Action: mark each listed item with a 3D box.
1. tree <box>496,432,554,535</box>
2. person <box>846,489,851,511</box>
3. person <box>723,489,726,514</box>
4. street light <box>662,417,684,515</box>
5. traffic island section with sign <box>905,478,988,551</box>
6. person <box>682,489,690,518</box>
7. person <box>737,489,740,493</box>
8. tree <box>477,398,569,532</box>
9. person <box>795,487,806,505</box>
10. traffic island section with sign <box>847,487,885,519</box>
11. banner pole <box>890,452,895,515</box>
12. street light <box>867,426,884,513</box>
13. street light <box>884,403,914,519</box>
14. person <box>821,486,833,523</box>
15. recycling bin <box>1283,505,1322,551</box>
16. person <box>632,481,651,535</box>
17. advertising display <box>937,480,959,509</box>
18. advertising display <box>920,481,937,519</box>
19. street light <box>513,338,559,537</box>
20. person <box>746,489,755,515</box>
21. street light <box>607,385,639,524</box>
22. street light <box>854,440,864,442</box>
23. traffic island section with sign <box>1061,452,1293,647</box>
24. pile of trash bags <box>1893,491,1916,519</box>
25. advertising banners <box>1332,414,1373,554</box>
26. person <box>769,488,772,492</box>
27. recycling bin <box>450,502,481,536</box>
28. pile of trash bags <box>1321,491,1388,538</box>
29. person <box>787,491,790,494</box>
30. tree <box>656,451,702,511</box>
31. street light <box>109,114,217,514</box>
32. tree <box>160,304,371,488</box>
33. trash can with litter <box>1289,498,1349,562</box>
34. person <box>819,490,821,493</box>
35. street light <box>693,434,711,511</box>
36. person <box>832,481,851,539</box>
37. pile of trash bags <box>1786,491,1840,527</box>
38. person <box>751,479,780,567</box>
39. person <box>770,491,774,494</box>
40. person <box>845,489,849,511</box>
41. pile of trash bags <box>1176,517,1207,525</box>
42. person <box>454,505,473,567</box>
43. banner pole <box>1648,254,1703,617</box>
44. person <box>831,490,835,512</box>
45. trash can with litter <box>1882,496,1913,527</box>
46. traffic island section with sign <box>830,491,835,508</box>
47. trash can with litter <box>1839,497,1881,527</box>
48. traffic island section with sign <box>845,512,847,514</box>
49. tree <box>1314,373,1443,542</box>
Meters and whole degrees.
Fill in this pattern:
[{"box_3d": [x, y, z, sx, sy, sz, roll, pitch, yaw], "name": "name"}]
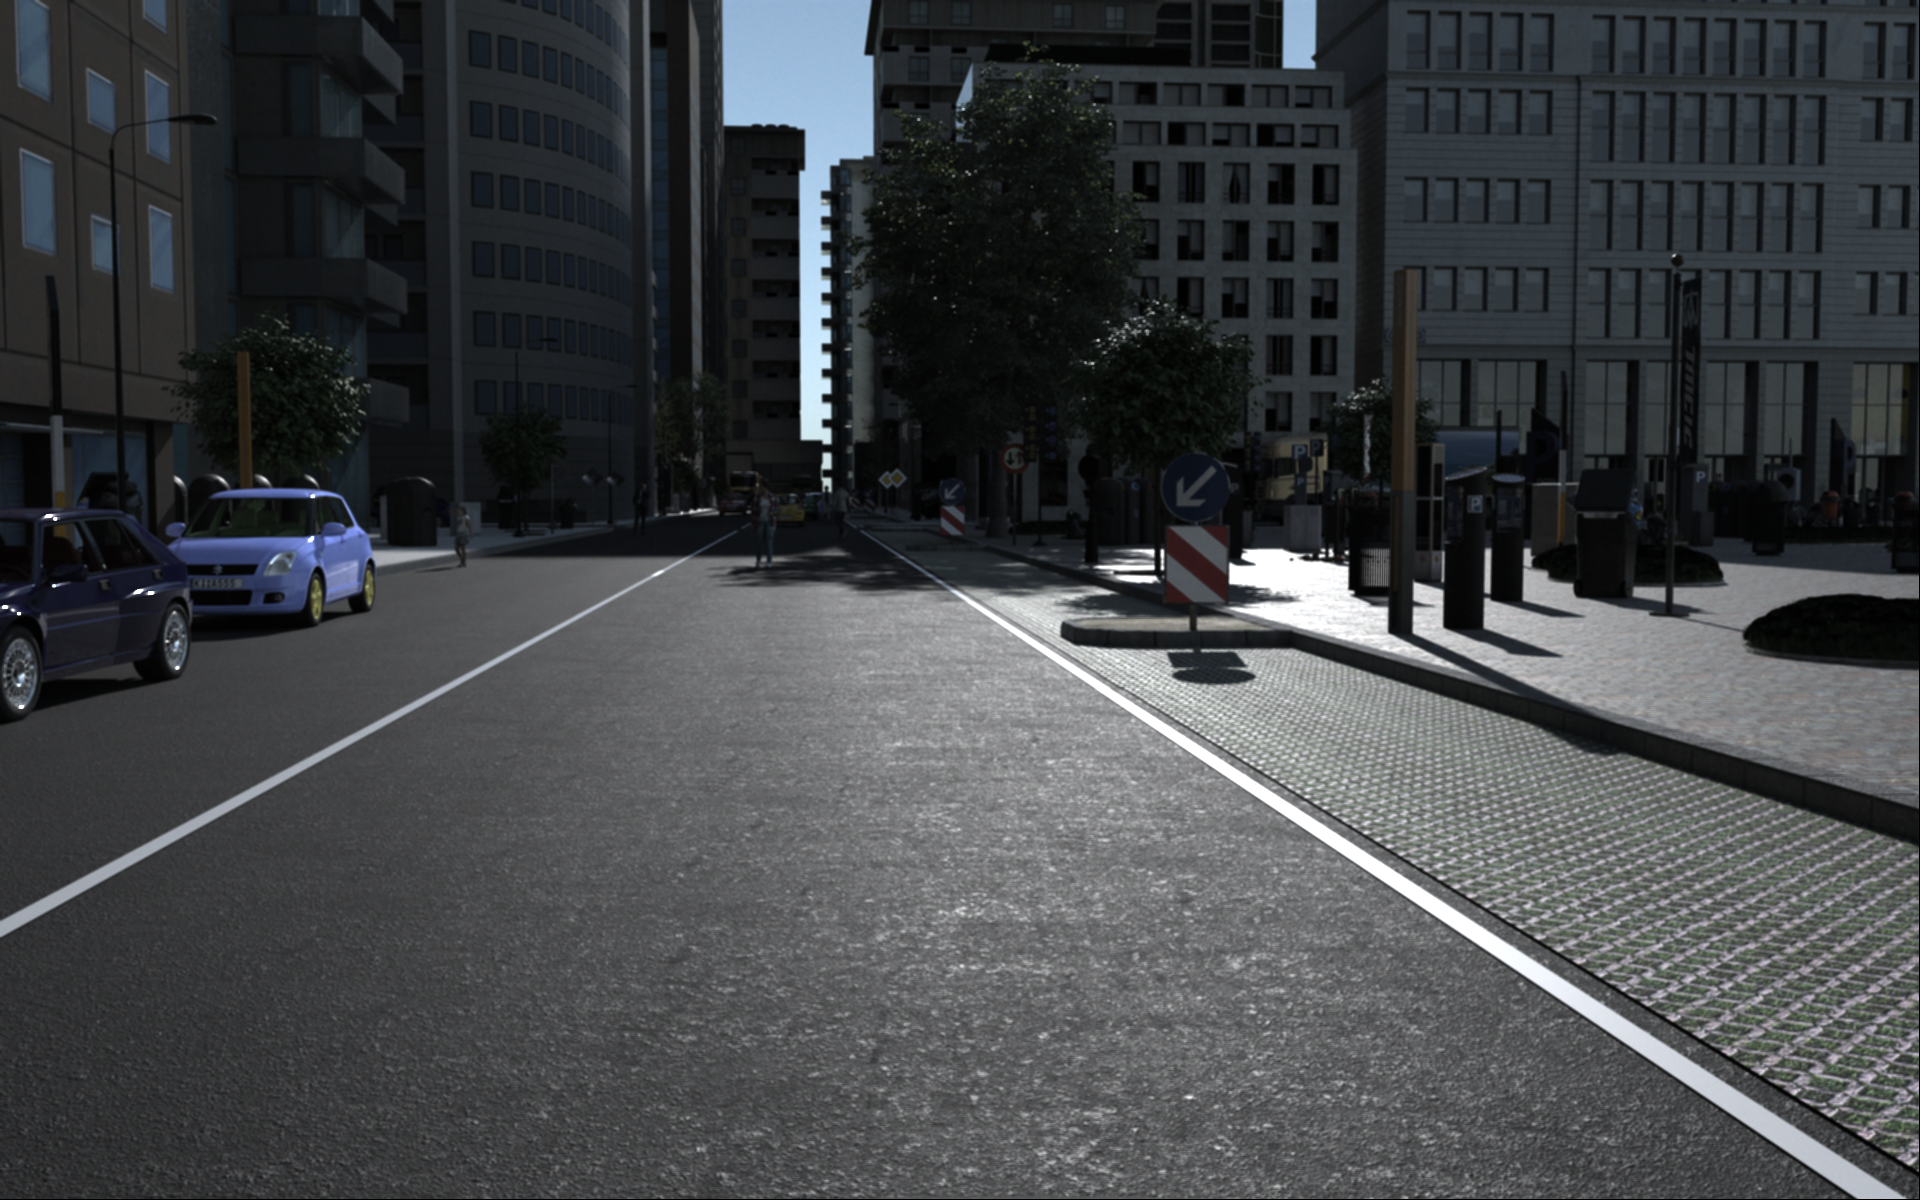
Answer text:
[{"box_3d": [-13.624, -3.634, 54.017, 1.663, 3.219, 1.824, 0, 3, 0], "name": "tree"}, {"box_3d": [-8.355, -7.327, 128.577, 0.850, 1.792, 0.678, -2, 4, -34], "name": "person"}, {"box_3d": [-16.684, -6.912, 122.081, 0.524, 1.755, 0.480, 0, 4, -2], "name": "person"}, {"box_3d": [-17.195, -8.025, 103.744, 1.470, 5.913, 1.316, 0, 4, -5], "name": "street light"}, {"box_3d": [-0.368, -2.156, 43.886, 1.989, 1.847, 2.006, 0, 4, -5], "name": "traffic island section with sign"}, {"box_3d": [-16.099, -5.677, 101.895, 0.480, 1.755, 0.524, -2, 4, -29], "name": "person"}, {"box_3d": [-17.332, -7.750, 135.308, 0.391, 1.810, 0.635, -1, 4, -19], "name": "person"}, {"box_3d": [-14.888, -4.623, 59.306, 4.285, 4.588, 4.351, 0, 3, 0], "name": "tree"}, {"box_3d": [-8.198, -4.898, 88.765, 0.592, 1.802, 0.473, 3, 4, 36], "name": "person"}, {"box_3d": [-5.365, -5.574, 99.757, 1.989, 1.847, 2.006, 0, 4, -5], "name": "traffic island section with sign"}, {"box_3d": [-4.041, -6.946, 103.580, 0.401, 3.779, 0.863, 1, 4, 15], "name": "banner pole"}, {"box_3d": [-5.648, -8.951, 118.895, 1.470, 5.913, 1.316, 0, 4, -5], "name": "street light"}, {"box_3d": [-2.966, -7.102, 88.655, 1.470, 5.913, 1.316, 0, 4, -5], "name": "street light"}, {"box_3d": [-6.597, -4.704, 85.297, 0.514, 1.842, 0.818, -2, 4, -31], "name": "person"}, {"box_3d": [7.753, -1.632, 39.236, 0.722, 1.027, 0.722, 0, 4, -1], "name": "recycling bin"}, {"box_3d": [-11.301, -3.281, 61.502, 0.648, 1.900, 0.474, -1, 4, -16], "name": "person"}, {"box_3d": [-0.486, -4.366, 76.597, 0.974, 1.923, 0.123, 2, 4, 35], "name": "advertising display"}, {"box_3d": [-1.594, -5.082, 88.308, 0.974, 1.923, 0.123, -1, 4, -11], "name": "advertising display"}, {"box_3d": [-12.598, -4.829, 51.496, 1.470, 5.913, 1.316, 0, 4, -5], "name": "street light"}, {"box_3d": [-14.448, -6.808, 120.158, 0.721, 1.781, 0.623, 0, 4, 7], "name": "person"}, {"box_3d": [-14.315, -6.176, 73.523, 1.470, 5.913, 1.316, 0, 4, -5], "name": "street light"}, {"box_3d": [-8.404, -10.800, 149.128, 1.470, 5.913, 1.316, 0, 4, -5], "name": "street light"}, {"box_3d": [2.040, -0.514, 17.038, 1.989, 1.847, 2.006, 0, 4, -5], "name": "traffic island section with sign"}, {"box_3d": [53.024, -5.419, 98.361, 1.912, 1.369, 3.447, 1, 4, 13], "name": "pile of trash bags"}, {"box_3d": [8.513, -2.521, 37.412, 0.090, 3.025, 2.074, 2, 4, 35], "name": "advertising banners"}, {"box_3d": [-12.082, -6.217, 110.023, 0.818, 1.842, 0.514, -1, 4, -18], "name": "person"}, {"box_3d": [-15.244, -2.497, 53.388, 0.722, 1.027, 0.722, -3, 5, -41], "name": "recycling bin"}, {"box_3d": [12.131, -2.616, 52.518, 1.912, 1.369, 3.447, 2, 4, 25], "name": "pile of trash bags"}, {"box_3d": [-17.800, -10.366, 178.509, 0.721, 1.766, 1.217, -2, 4, -27], "name": "person"}, {"box_3d": [-21.114, -8.955, 130.122, 4.285, 4.588, 4.351, 0, 3, 0], "name": "tree"}, {"box_3d": [-9.781, -2.980, 21.269, 1.470, 5.913, 1.316, 0, 4, -5], "name": "street light"}, {"box_3d": [-11.976, -2.834, 30.058, 4.285, 4.588, 4.351, 0, 3, 0], "name": "tree"}, {"box_3d": [7.153, -1.370, 33.451, 1.678, 1.210, 2.233, 0, 4, -6], "name": "trash can with litter"}, {"box_3d": [-15.710, -11.387, 194.545, 0.709, 1.838, 0.599, 1, 4, 10], "name": "person"}, {"box_3d": [-19.962, -9.874, 133.976, 1.470, 5.913, 1.316, 0, 4, -5], "name": "street light"}, {"box_3d": [-3.784, -2.893, 55.641, 0.661, 1.843, 0.795, -3, 5, -39], "name": "person"}, {"box_3d": [27.735, -2.872, 56.705, 1.912, 1.369, 3.447, 0, 4, -3], "name": "pile of trash bags"}, {"box_3d": [-3.810, -1.505, 33.948, 0.563, 1.720, 0.643, 0, 4, 0], "name": "person"}, {"box_3d": [-10.540, -5.326, 97.398, 0.330, 1.601, 0.589, 0, 4, 0], "name": "person"}, {"box_3d": [-9.089, -7.884, 137.505, 0.767, 1.812, 0.694, -1, 4, -10], "name": "person"}, {"box_3d": [5.962, -2.481, 50.309, 3.447, 1.369, 1.912, 0, 4, -3], "name": "pile of trash bags"}, {"box_3d": [-9.730, -1.259, 34.100, 0.505, 1.210, 0.382, 2, 4, 33], "name": "person"}, {"box_3d": [7.486, -1.709, 17.955, 0.401, 3.779, 0.863, 0, 4, 1], "name": "banner pole"}, {"box_3d": [-10.168, -7.948, 138.722, 0.678, 1.792, 0.850, -2, 4, -33], "name": "person"}, {"box_3d": [35.432, -3.317, 65.283, 2.233, 1.210, 1.678, -2, 4, -25], "name": "trash can with litter"}, {"box_3d": [-12.173, -10.222, 175.750, 1.989, 1.847, 2.006, 0, 4, -5], "name": "traffic island section with sign"}, {"box_3d": [29.575, -2.796, 57.098, 1.055, 1.170, 0.624, 0, 4, -5], "name": "trash can with litter"}, {"box_3d": [-7.787, -7.231, 126.856, 1.989, 1.847, 2.006, 0, 4, -5], "name": "traffic island section with sign"}, {"box_3d": [11.372, -3.878, 47.117, 4.285, 4.588, 4.351, 0, 3, 0], "name": "tree"}]
